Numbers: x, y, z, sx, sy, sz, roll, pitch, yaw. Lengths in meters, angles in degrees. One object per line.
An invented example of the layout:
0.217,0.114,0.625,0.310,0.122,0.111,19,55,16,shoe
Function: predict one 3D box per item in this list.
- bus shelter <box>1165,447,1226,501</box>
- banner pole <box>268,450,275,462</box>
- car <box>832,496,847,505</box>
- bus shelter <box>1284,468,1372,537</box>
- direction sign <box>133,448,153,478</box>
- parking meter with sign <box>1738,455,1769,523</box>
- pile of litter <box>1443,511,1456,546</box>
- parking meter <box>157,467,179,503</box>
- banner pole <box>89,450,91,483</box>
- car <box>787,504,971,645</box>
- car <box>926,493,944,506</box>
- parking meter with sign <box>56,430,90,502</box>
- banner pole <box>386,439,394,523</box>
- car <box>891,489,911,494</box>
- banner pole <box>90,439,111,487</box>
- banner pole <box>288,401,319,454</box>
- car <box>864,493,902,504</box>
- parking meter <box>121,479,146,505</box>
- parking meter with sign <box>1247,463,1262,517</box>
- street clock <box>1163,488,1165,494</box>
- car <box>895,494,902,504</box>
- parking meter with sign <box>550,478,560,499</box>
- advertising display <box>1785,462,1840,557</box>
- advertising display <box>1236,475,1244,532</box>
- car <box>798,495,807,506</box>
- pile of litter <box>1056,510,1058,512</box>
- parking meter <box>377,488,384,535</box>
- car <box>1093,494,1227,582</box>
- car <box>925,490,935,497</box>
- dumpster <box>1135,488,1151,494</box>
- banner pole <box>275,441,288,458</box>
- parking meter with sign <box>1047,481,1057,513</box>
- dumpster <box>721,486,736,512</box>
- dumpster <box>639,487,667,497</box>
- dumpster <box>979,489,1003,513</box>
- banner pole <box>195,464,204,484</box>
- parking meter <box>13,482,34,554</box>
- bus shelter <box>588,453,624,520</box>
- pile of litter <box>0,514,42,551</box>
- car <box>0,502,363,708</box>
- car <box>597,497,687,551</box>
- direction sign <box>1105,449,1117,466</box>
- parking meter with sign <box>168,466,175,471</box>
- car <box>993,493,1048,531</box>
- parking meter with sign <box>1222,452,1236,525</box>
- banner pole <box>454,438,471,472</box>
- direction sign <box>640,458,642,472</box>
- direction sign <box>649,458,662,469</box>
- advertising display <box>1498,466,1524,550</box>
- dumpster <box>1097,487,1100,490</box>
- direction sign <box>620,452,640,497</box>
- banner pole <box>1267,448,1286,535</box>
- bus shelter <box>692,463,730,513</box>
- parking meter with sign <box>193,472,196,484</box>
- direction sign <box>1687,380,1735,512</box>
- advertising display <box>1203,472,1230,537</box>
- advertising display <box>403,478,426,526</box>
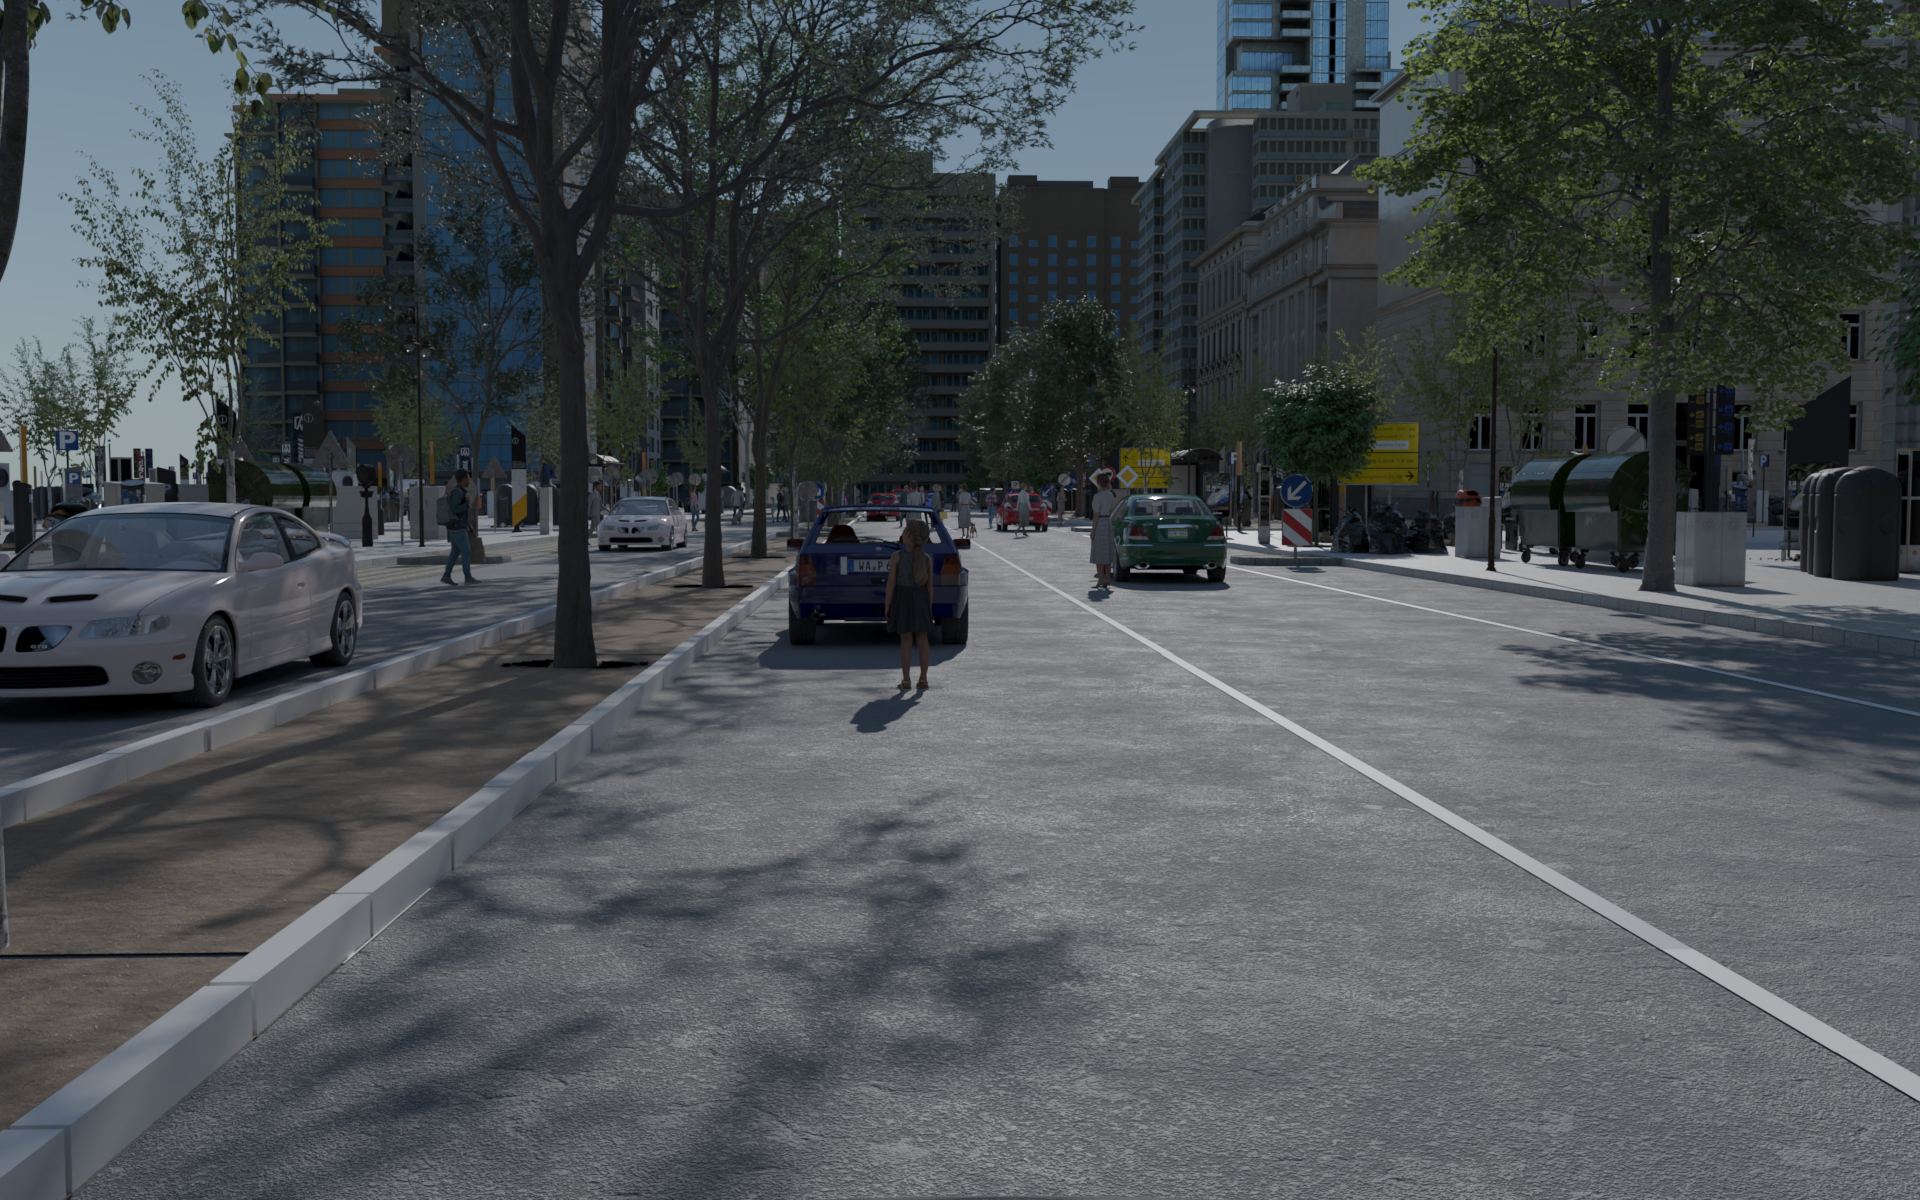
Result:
10.419,-5.133,77.852,2.014,3.302,5.546,0,4,-2,bus shelter
-38.995,-6.631,98.438,0.863,3.779,0.401,0,4,6,banner pole
-14.010,-11.658,202.966,2.083,1.381,4.827,0,4,-4,car
11.572,-3.921,55.396,1.731,3.624,6.357,0,4,-2,bus shelter
-40.407,-5.734,85.744,0.876,3.537,0.379,-2,4,-27,direction sign
34.771,-4.908,76.512,1.738,3.016,0.543,-1,4,-12,parking meter with sign
12.087,-1.775,42.992,1.176,0.858,1.719,-1,4,-21,pile of litter
-16.883,-1.910,36.947,0.399,1.863,0.255,-1,4,-19,parking meter
-41.702,-5.695,83.136,0.401,3.779,0.863,-2,4,-31,banner pole
-0.835,-0.321,17.834,1.945,1.354,3.894,0,4,-3,car
-2.294,-8.812,153.660,1.945,1.707,3.694,0,4,-3,car
-23.996,-3.090,46.779,0.543,3.016,1.738,-2,4,-32,parking meter with sign
-25.645,-5.378,77.947,0.401,3.779,0.863,-3,5,-40,banner pole
-4.501,-7.650,133.758,2.281,1.827,5.304,0,4,0,car
-38.990,-5.440,78.964,0.863,3.779,0.401,-2,4,-27,banner pole
-17.475,-3.455,46.508,0.863,3.779,0.401,-2,4,-27,banner pole
-4.056,-5.090,92.265,2.155,1.783,4.494,0,4,-1,car
-13.673,-1.239,28.677,0.372,1.533,0.369,0,3,0,parking meter
16.160,-6.211,97.813,0.543,3.016,1.738,-3,5,-41,parking meter with sign
10.296,-5.024,86.719,0.358,2.002,0.471,1,4,16,street clock
-4.029,-5.686,104.758,2.131,1.459,4.920,0,4,-4,car
-19.584,-5.382,84.263,1.738,3.016,0.543,-2,4,-30,parking meter with sign
17.065,-1.803,34.694,0.123,1.923,0.974,-3,5,-42,advertising display
9.511,-3.278,58.813,0.123,1.923,0.974,1,4,17,advertising display
-16.413,-10.144,178.434,1.945,1.354,3.894,0,4,-3,car
6.440,-6.860,126.129,1.176,0.858,1.719,-2,4,-28,pile of litter
-18.123,-2.782,53.904,0.372,1.533,0.369,0,3,0,parking meter
3.397,-1.095,29.701,2.131,1.459,4.920,0,4,-1,car
-2.677,-9.830,169.386,2.281,1.827,5.304,0,4,-1,car
9.191,-5.370,90.286,1.502,2.255,1.985,0,4,-2,dumpster
-28.043,-5.046,72.518,0.401,3.779,0.863,2,4,34,banner pole
6.147,-7.406,117.343,0.543,3.016,1.738,-1,4,-13,parking meter with sign
-16.960,-7.377,126.368,1.264,1.857,1.865,0,4,-2,dumpster
-18.927,-6.367,106.595,1.502,2.255,1.985,0,4,-2,dumpster
2.410,-7.752,134.955,1.865,1.857,1.264,0,4,-4,dumpster
-54.207,-8.174,123.659,0.401,3.779,0.863,2,4,29,banner pole
-20.232,-1.774,37.414,0.372,1.533,0.369,0,3,0,parking meter
-18.437,-5.737,87.731,2.014,3.302,5.546,0,4,-2,bus shelter
-21.398,-1.562,39.509,1.719,0.858,1.176,1,4,19,pile of litter
-5.978,-0.044,13.080,2.083,1.381,4.827,0,4,-3,car
-8.237,-2.009,45.208,2.083,1.381,4.827,0,4,-2,car
7.591,-5.799,86.803,0.876,3.537,0.379,-2,4,-34,direction sign
-50.307,-6.887,108.864,1.738,3.016,0.543,0,4,6,parking meter with sign
2.406,-3.597,67.859,2.155,1.783,4.494,0,4,-3,car
10.987,-4.626,71.894,0.543,3.016,1.738,-1,4,-20,parking meter with sign
-22.258,-5.344,77.395,0.863,3.779,0.401,-1,4,-17,banner pole
-20.447,-7.221,110.063,0.876,3.537,0.379,1,4,12,direction sign
-19.251,-7.192,109.588,0.876,3.537,0.379,1,4,11,direction sign
12.748,-2.127,39.991,0.123,1.923,0.974,-1,4,-15,advertising display
8.963,-6.616,113.935,1.264,1.857,1.865,0,4,-2,dumpster
-17.927,-6.208,93.490,0.876,3.537,0.379,-3,4,-38,direction sign
9.810,-3.910,53.951,0.863,3.779,0.401,0,4,-5,banner pole
-16.573,-7.433,115.453,2.014,3.302,5.546,0,4,-2,bus shelter
-60.433,-8.712,138.701,1.738,3.016,0.543,0,4,-2,parking meter with sign
15.040,-2.615,34.751,0.876,3.537,0.379,2,4,34,direction sign
7.658,-2.844,51.709,0.974,1.923,0.123,-2,4,-34,advertising display
-22.222,-3.989,70.435,0.974,1.923,0.123,-1,4,-16,advertising display
